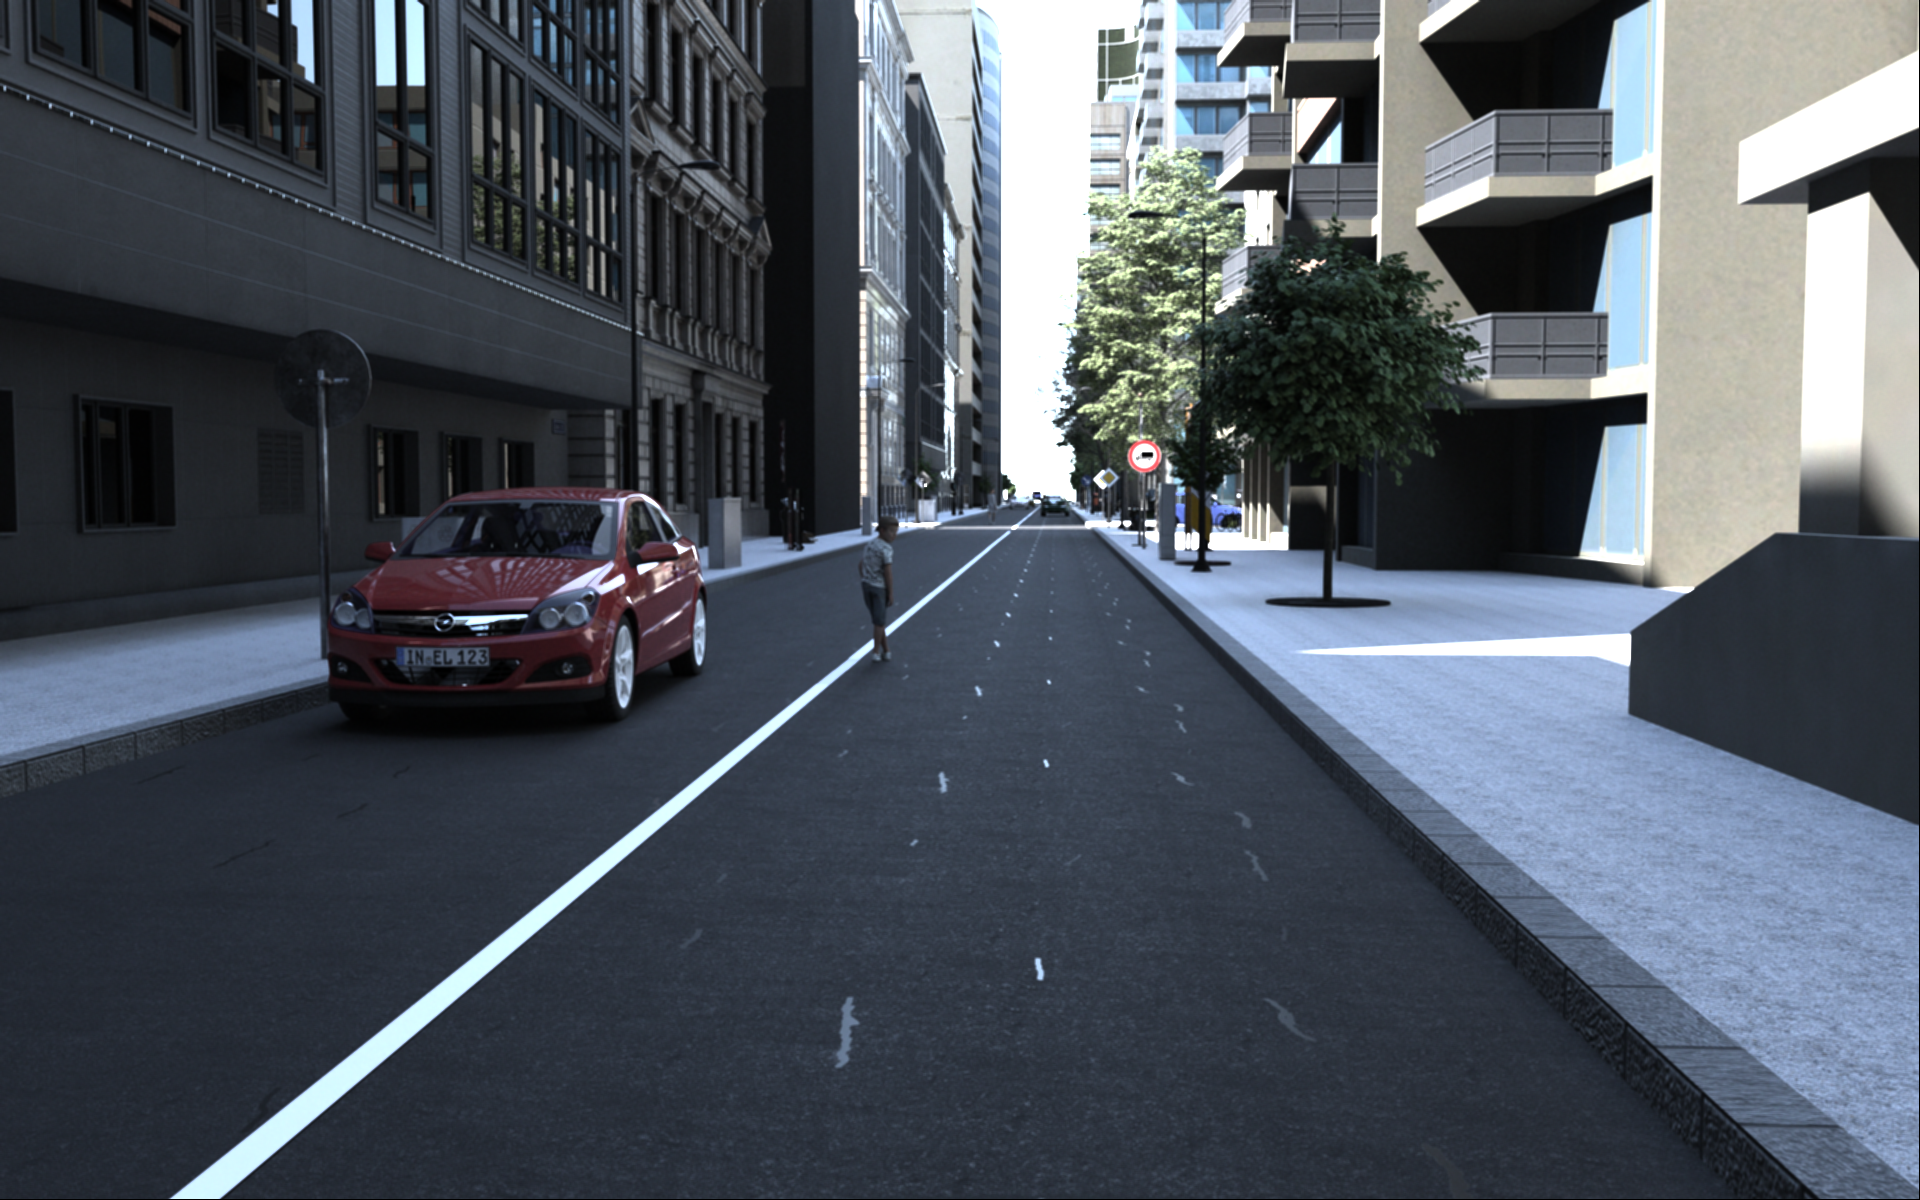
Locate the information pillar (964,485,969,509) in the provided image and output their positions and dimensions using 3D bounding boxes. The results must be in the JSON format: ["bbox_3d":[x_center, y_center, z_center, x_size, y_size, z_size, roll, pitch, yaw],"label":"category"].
[{"bbox_3d":[0.519,-8.713,146.952,0.304,2.012,0.304,-3,4,-36],"label":"information pillar"}]

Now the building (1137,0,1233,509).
[{"bbox_3d":[24.791,-31.258,130.669,23.786,49.044,30.456,0,4,3],"label":"building"}]

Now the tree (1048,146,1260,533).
[{"bbox_3d":[6.803,-8.468,56.586,7.486,12.596,7.792,0,3,0],"label":"tree"}]

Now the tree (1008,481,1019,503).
[{"bbox_3d":[7.839,-15.869,254.059,1.663,3.219,1.824,0,3,0],"label":"tree"}]

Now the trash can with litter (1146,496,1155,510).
[{"bbox_3d":[12.091,-5.985,109.236,1.055,1.170,0.624,-3,5,-40],"label":"trash can with litter"}]

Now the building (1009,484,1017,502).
[{"bbox_3d":[-6.644,-36.736,292.513,32.217,40.220,23.993,0,4,3],"label":"building"}]

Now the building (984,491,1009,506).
[{"bbox_3d":[-9.937,-33.813,244.725,32.217,40.220,23.993,0,4,3],"label":"building"}]

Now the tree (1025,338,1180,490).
[{"bbox_3d":[8.053,-9.824,95.029,8.767,10.594,7.601,-1,4,-13],"label":"tree"}]

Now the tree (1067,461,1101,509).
[{"bbox_3d":[10.827,-10.171,150.003,4.285,4.588,4.351,0,3,0],"label":"tree"}]

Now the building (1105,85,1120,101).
[{"bbox_3d":[26.858,-35.805,205.017,23.786,49.044,30.456,0,4,3],"label":"building"}]

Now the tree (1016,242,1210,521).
[{"bbox_3d":[7.858,-10.555,82.941,12.009,13.543,11.850,0,3,0],"label":"tree"}]

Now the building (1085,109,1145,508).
[{"bbox_3d":[28.550,-28.846,163.506,32.217,40.220,23.993,0,4,3],"label":"building"}]

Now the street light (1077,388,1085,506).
[{"bbox_3d":[5.976,-6.308,75.676,1.470,5.913,1.316,0,4,3],"label":"street light"}]

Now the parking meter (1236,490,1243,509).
[{"bbox_3d":[15.506,-5.358,96.013,0.372,1.533,0.369,0,3,0],"label":"parking meter"}]

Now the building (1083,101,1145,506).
[{"bbox_3d":[20.546,-30.565,183.338,14.154,41.232,14.086,0,4,3],"label":"building"}]

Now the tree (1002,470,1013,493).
[{"bbox_3d":[5.319,-14.742,224.752,4.285,4.588,4.351,0,3,0],"label":"tree"}]

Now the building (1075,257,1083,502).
[{"bbox_3d":[26.942,-37.607,298.463,14.154,41.232,14.086,0,4,3],"label":"building"}]

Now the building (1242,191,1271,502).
[{"bbox_3d":[29.895,-14.645,84.485,28.899,21.520,27.650,0,4,3],"label":"building"}]

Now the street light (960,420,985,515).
[{"bbox_3d":[0.628,-8.304,108.306,1.470,5.913,1.316,0,4,3],"label":"street light"}]

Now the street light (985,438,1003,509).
[{"bbox_3d":[2.774,-10.812,149.325,1.470,5.913,1.316,0,4,3],"label":"street light"}]

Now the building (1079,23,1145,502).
[{"bbox_3d":[28.729,-50.594,265.456,20.563,71.187,20.611,0,4,3],"label":"building"}]

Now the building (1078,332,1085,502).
[{"bbox_3d":[26.378,-31.350,284.266,14.160,30.474,14.107,0,4,3],"label":"building"}]

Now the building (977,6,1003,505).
[{"bbox_3d":[-5.853,-40.686,207.213,21.231,58.520,28.212,0,4,3],"label":"building"}]

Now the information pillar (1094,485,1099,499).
[{"bbox_3d":[10.798,-8.104,136.985,0.304,2.012,0.304,-1,4,-9],"label":"information pillar"}]

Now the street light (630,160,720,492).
[{"bbox_3d":[-4.035,-3.165,24.289,1.470,5.913,1.316,0,4,3],"label":"street light"}]

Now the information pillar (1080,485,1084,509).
[{"bbox_3d":[10.194,-8.606,145.195,0.304,2.012,0.304,0,4,-6],"label":"information pillar"}]

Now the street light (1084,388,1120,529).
[{"bbox_3d":[5.408,-5.560,63.441,1.470,5.913,1.316,0,4,3],"label":"street light"}]

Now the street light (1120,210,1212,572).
[{"bbox_3d":[3.456,-3.423,28.511,1.470,5.913,1.316,0,4,3],"label":"street light"}]

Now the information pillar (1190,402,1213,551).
[{"bbox_3d":[5.434,-2.911,38.952,0.504,3.616,0.183,-1,4,-18],"label":"information pillar"}]

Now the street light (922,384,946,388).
[{"bbox_3d":[-1.287,-6.158,73.229,1.470,5.913,1.316,0,4,3],"label":"street light"}]

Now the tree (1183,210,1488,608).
[{"bbox_3d":[4.327,-2.223,20.062,4.285,4.588,4.351,0,3,0],"label":"tree"}]

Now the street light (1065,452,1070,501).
[{"bbox_3d":[10.329,-11.094,153.931,1.470,5.913,1.316,0,4,3],"label":"street light"}]

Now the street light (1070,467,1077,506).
[{"bbox_3d":[7.974,-8.469,111.012,1.470,5.913,1.316,0,4,3],"label":"street light"}]

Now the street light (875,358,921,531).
[{"bbox_3d":[-2.231,-5.318,59.492,1.470,5.913,1.316,0,4,3],"label":"street light"}]

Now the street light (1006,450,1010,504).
[{"bbox_3d":[4.648,-12.944,184.170,1.470,5.913,1.316,0,4,3],"label":"street light"}]

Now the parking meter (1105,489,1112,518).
[{"bbox_3d":[7.908,-5.125,92.211,0.372,1.533,0.369,0,3,0],"label":"parking meter"}]

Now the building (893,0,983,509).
[{"bbox_3d":[-9.031,-32.713,158.556,21.300,48.544,21.600,0,4,3],"label":"building"}]

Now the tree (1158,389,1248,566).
[{"bbox_3d":[4.339,-2.256,31.490,1.663,3.219,1.824,0,3,0],"label":"tree"}]

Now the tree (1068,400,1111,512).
[{"bbox_3d":[9.141,-10.472,121.577,4.737,8.622,4.395,0,3,0],"label":"tree"}]

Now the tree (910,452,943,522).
[{"bbox_3d":[-1.585,-5.150,78.800,1.663,3.219,1.824,0,3,0],"label":"tree"}]

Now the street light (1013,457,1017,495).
[{"bbox_3d":[6.515,-15.079,219.080,1.470,5.913,1.316,0,4,3],"label":"street light"}]

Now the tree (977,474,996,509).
[{"bbox_3d":[2.324,-9.663,152.593,1.663,3.219,1.824,0,3,0],"label":"tree"}]

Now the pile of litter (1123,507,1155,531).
[{"bbox_3d":[6.336,-2.852,60.590,1.176,0.858,1.719,0,4,-8],"label":"pile of litter"}]

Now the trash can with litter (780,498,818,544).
[{"bbox_3d":[-4.182,-2.071,45.242,1.055,1.170,0.624,2,4,32],"label":"trash can with litter"}]
